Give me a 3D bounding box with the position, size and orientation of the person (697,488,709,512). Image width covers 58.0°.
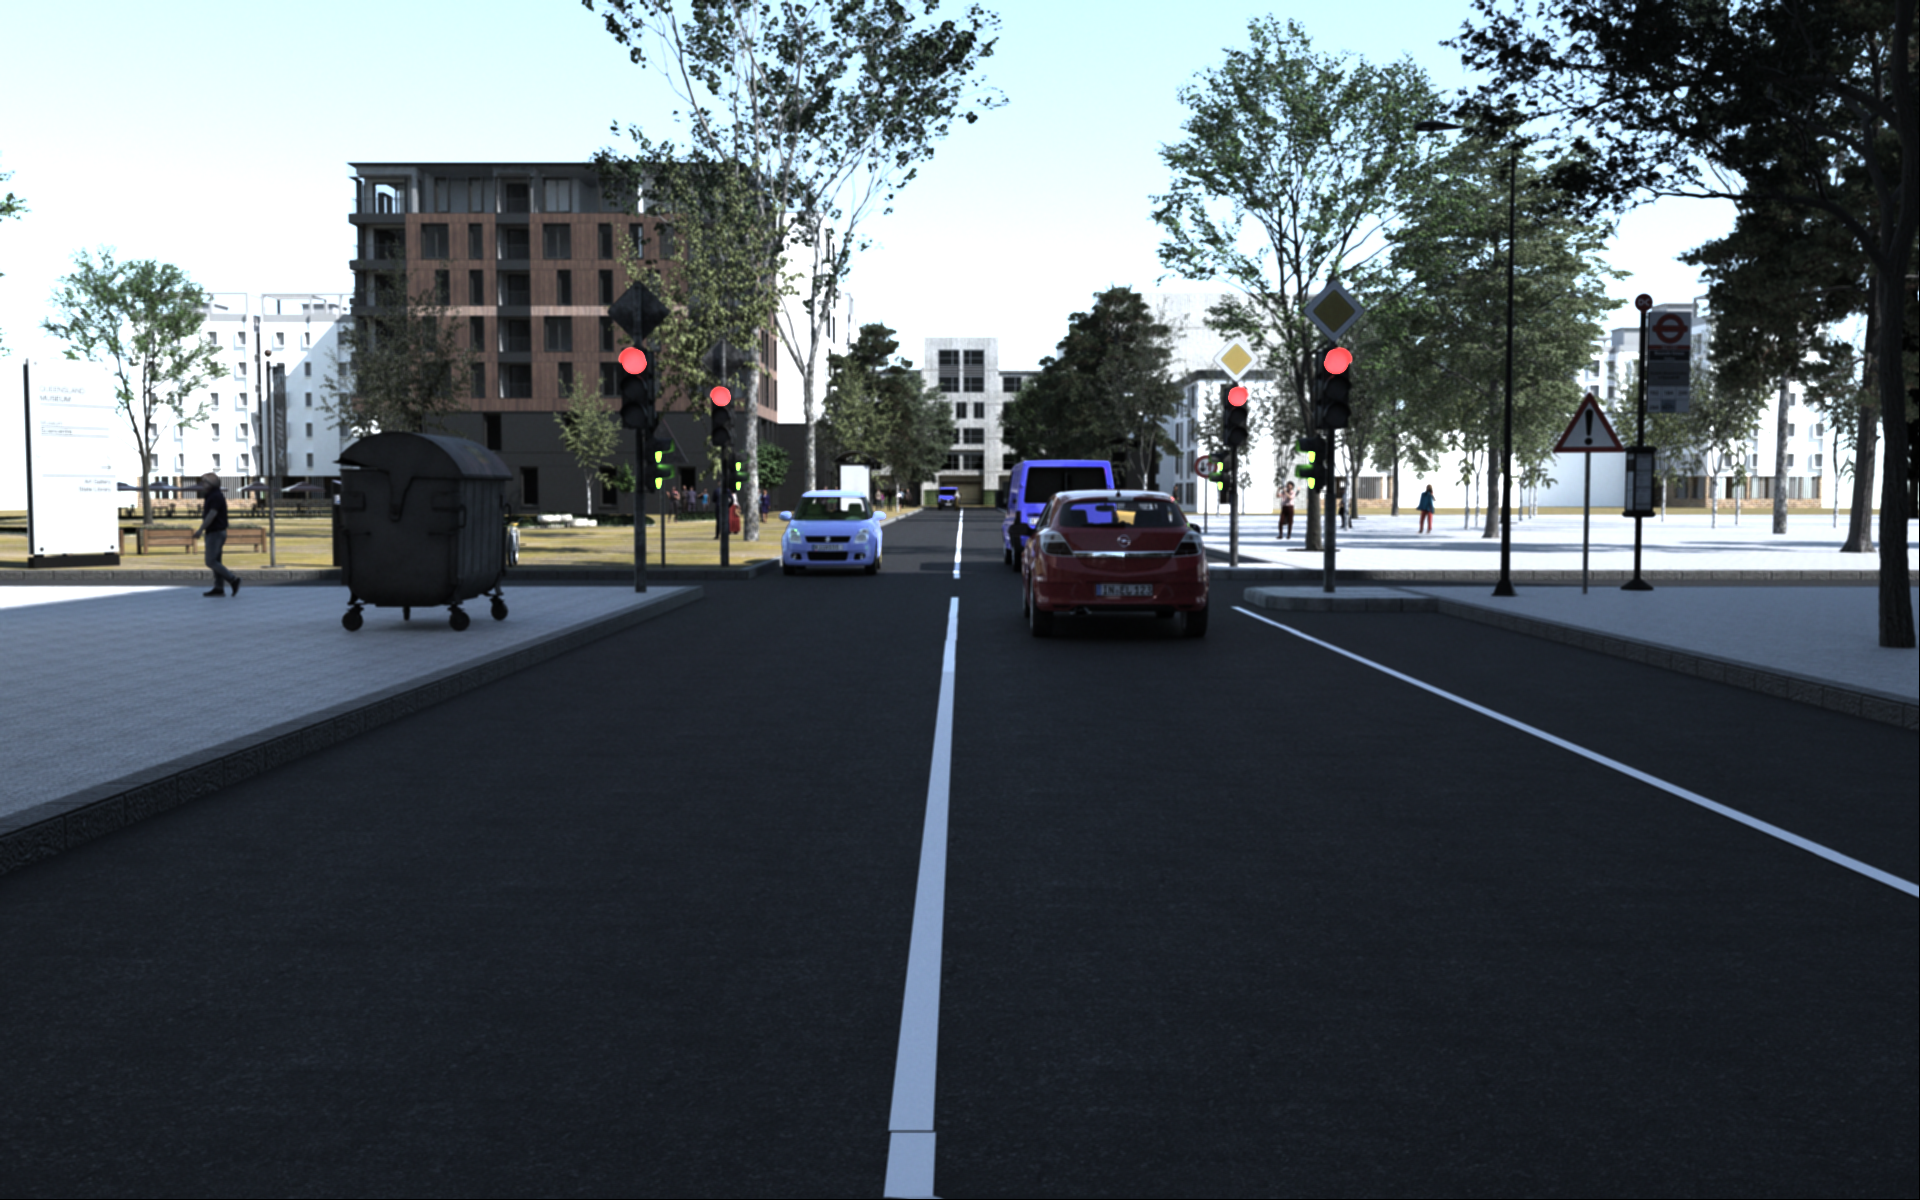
[{"bbox_3d":[-13.040,-4.912,88.230,0.662,1.594,0.647,3,5,39],"label":"person"}]

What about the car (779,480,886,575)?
[{"bbox_3d":[-2.324,-1.363,31.878,1.945,1.707,3.694,0,4,-1],"label":"car"}]

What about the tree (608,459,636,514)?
[{"bbox_3d":[-18.186,-6.116,94.592,1.663,3.219,1.824,0,3,0],"label":"tree"}]

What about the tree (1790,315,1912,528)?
[{"bbox_3d":[33.308,-7.017,65.094,4.360,8.622,3.978,0,3,0],"label":"tree"}]

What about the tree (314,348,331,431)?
[{"bbox_3d":[-23.509,-7.295,69.634,4.360,8.622,3.978,0,3,0],"label":"tree"}]

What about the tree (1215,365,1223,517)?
[{"bbox_3d":[14.298,-8.877,95.494,4.360,8.622,3.978,0,3,0],"label":"tree"}]

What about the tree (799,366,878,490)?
[{"bbox_3d":[-6.954,-9.046,98.257,4.360,8.622,3.978,0,3,0],"label":"tree"}]

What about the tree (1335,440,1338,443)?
[{"bbox_3d":[24.869,-11.124,99.998,7.486,12.596,7.792,0,3,0],"label":"tree"}]

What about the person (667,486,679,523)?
[{"bbox_3d":[-12.744,-4.247,76.954,0.415,1.643,0.593,3,5,41],"label":"person"}]

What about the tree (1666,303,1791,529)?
[{"bbox_3d":[27.995,-6.962,64.199,4.360,8.622,3.978,0,3,0],"label":"tree"}]

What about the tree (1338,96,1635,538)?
[{"bbox_3d":[15.531,-8.098,50.527,7.486,12.596,7.792,0,3,0],"label":"tree"}]

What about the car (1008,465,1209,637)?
[{"bbox_3d":[1.609,-0.603,18.895,2.155,1.783,4.494,0,4,1],"label":"car"}]

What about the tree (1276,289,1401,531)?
[{"bbox_3d":[13.474,-6.730,60.405,4.360,8.622,3.978,0,3,0],"label":"tree"}]

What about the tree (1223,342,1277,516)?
[{"bbox_3d":[15.024,-7.878,79.164,4.360,8.622,3.978,0,3,0],"label":"tree"}]

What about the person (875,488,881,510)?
[{"bbox_3d":[-6.626,-8.112,139.207,0.617,1.759,0.750,-2,4,-24],"label":"person"}]

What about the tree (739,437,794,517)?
[{"bbox_3d":[-11.192,-7.080,99.467,4.285,4.588,4.351,0,3,0],"label":"tree"}]

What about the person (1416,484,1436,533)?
[{"bbox_3d":[15.158,-2.969,56.297,0.444,1.614,0.593,-2,4,-24],"label":"person"}]

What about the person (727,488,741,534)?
[{"bbox_3d":[-7.273,-2.867,55.381,0.387,1.526,0.523,3,5,43],"label":"person"}]

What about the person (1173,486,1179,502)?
[{"bbox_3d":[13.927,-6.461,111.813,0.705,1.807,1.348,0,4,-1],"label":"person"}]

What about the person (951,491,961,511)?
[{"bbox_3d":[-0.338,-8.525,148.612,0.721,1.736,1.217,3,5,45],"label":"person"}]

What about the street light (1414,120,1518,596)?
[{"bbox_3d":[6.343,-3.007,21.712,1.470,5.913,1.316,0,3,0],"label":"street light"}]

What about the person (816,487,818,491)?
[{"bbox_3d":[-9.208,-6.444,112.223,0.721,1.723,1.217,0,4,5],"label":"person"}]

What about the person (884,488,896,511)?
[{"bbox_3d":[-5.344,-7.698,132.725,1.217,1.723,0.721,2,4,29],"label":"person"}]

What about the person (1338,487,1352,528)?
[{"bbox_3d":[14.596,-3.506,65.583,0.590,1.554,0.614,0,4,-3],"label":"person"}]

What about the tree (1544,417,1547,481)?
[{"bbox_3d":[20.277,-7.163,67.469,4.737,8.622,4.395,0,3,0],"label":"tree"}]

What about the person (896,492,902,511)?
[{"bbox_3d":[-4.608,-7.459,131.180,0.628,1.438,0.799,-3,5,-41],"label":"person"}]

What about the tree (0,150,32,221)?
[{"bbox_3d":[-25.621,-6.970,39.721,9.928,11.665,9.643,0,3,0],"label":"tree"}]

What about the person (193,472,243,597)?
[{"bbox_3d":[-9.261,-0.817,21.615,0.471,1.553,0.569,1,4,14],"label":"person"}]

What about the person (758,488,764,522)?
[{"bbox_3d":[-9.168,-4.340,79.220,0.499,1.552,0.429,-1,4,-15],"label":"person"}]

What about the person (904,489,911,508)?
[{"bbox_3d":[-4.994,-9.672,164.737,0.434,1.755,0.990,-3,5,-45],"label":"person"}]

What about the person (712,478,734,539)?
[{"bbox_3d":[-6.774,-2.602,49.290,0.576,1.737,0.504,-2,4,-31],"label":"person"}]

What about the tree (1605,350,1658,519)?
[{"bbox_3d":[32.453,-7.870,79.036,4.737,8.622,4.395,0,3,0],"label":"tree"}]

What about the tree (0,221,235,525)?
[{"bbox_3d":[-34.028,-8.950,72.087,9.928,11.665,9.643,0,3,0],"label":"tree"}]

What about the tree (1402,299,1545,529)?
[{"bbox_3d":[18.246,-6.883,62.895,4.737,8.622,4.395,0,3,0],"label":"tree"}]

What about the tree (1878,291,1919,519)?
[{"bbox_3d":[55.827,-11.478,89.491,18.604,14.587,13.155,-3,5,-41],"label":"tree"}]

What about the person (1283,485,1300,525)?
[{"bbox_3d":[13.585,-3.933,71.156,0.742,1.727,0.445,-2,4,-26],"label":"person"}]

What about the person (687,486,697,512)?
[{"bbox_3d":[-14.356,-5.245,92.719,0.541,1.710,0.530,0,4,7],"label":"person"}]

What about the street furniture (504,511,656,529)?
[{"bbox_3d":[-15.853,-3.248,68.725,5.734,0.657,10.072,1,4,21],"label":"street furniture"}]

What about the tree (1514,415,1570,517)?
[{"bbox_3d":[33.018,-9.081,98.844,4.360,8.622,3.978,0,3,0],"label":"tree"}]

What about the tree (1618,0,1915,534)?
[{"bbox_3d":[27.644,-12.141,54.394,12.611,20.169,13.585,0,3,0],"label":"tree"}]

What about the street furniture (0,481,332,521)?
[{"bbox_3d":[-39.026,-5.160,89.395,27.439,1.986,14.083,-1,4,-20],"label":"street furniture"}]

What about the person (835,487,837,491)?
[{"bbox_3d":[-8.734,-7.070,122.197,0.990,1.755,0.434,0,4,-6],"label":"person"}]

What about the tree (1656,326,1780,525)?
[{"bbox_3d":[32.009,-7.414,71.586,4.737,8.622,4.395,0,3,0],"label":"tree"}]

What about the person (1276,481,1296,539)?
[{"bbox_3d":[9.269,-2.554,49.263,0.566,1.644,0.517,-1,4,-13],"label":"person"}]

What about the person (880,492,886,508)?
[{"bbox_3d":[-6.888,-8.929,155.249,0.599,1.433,0.991,2,4,26],"label":"person"}]

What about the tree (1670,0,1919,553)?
[{"bbox_3d":[20.095,-7.964,37.634,7.806,13.903,7.818,0,3,0],"label":"tree"}]

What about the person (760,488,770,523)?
[{"bbox_3d":[-8.597,-4.155,76.349,0.453,1.535,0.546,-1,4,-15],"label":"person"}]

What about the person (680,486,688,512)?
[{"bbox_3d":[-14.927,-5.361,94.375,0.600,1.739,0.565,2,4,27],"label":"person"}]

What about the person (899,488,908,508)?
[{"bbox_3d":[-5.311,-9.327,158.525,0.705,1.826,1.348,3,5,40],"label":"person"}]

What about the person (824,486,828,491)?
[{"bbox_3d":[-6.031,-4.270,77.328,0.415,1.643,0.593,1,4,12],"label":"person"}]

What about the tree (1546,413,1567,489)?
[{"bbox_3d":[26.692,-8.056,82.076,4.737,8.622,4.395,0,3,0],"label":"tree"}]
